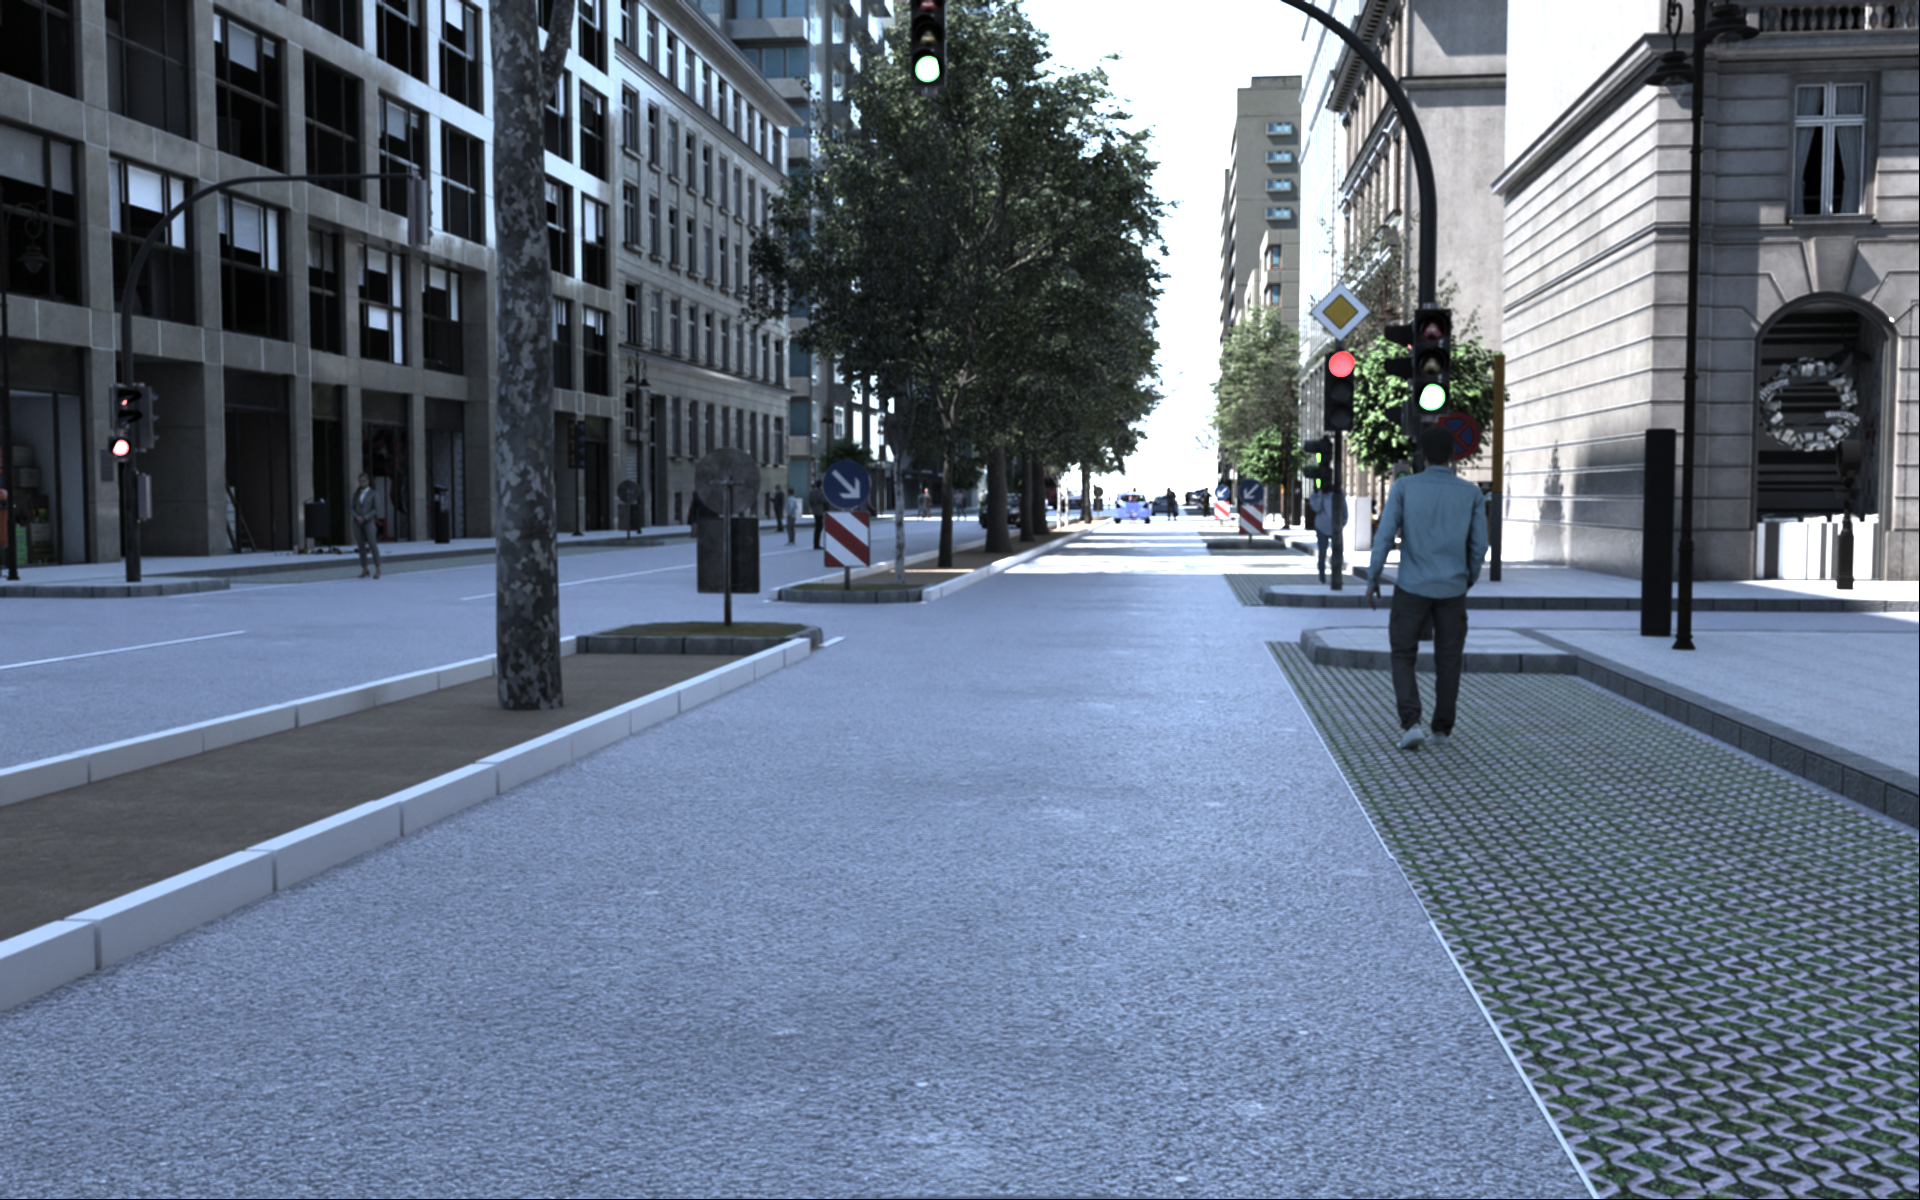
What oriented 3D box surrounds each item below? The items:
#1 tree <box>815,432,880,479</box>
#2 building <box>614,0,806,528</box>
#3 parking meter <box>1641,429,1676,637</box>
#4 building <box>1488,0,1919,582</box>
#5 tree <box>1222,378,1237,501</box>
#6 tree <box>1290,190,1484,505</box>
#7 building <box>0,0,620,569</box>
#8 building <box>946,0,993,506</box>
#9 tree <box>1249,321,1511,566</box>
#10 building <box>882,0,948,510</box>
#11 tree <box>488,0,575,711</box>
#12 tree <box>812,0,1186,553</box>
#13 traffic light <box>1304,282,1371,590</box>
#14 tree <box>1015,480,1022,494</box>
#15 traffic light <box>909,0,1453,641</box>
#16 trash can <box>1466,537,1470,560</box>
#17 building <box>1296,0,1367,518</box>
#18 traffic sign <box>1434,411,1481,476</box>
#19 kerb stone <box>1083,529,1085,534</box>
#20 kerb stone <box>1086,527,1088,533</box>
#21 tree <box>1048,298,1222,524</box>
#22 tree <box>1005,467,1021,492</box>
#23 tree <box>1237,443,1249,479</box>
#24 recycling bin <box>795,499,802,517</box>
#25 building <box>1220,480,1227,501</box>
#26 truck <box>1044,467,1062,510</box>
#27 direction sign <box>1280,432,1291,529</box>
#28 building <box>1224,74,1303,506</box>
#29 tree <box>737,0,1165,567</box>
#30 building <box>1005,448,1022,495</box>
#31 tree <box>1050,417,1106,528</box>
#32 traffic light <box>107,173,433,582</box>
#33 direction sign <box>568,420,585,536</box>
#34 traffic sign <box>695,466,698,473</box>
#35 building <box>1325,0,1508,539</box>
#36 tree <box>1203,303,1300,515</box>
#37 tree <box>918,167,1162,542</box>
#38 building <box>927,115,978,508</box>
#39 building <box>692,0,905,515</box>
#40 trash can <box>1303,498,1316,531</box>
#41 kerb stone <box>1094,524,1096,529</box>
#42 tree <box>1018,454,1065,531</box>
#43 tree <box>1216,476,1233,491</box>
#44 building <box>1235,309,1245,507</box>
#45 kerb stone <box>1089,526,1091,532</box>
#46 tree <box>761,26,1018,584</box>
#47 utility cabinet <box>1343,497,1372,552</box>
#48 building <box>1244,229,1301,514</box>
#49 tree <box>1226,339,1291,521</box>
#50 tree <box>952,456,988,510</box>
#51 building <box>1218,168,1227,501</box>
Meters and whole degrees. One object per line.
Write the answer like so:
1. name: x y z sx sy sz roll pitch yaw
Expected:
1. tree: -5.932 -6.596 91.563 4.285 4.588 4.351 0 3 0
2. building: -17.870 -14.912 77.094 16.112 22.955 30.059 0 4 7
3. parking meter: 6.347 -0.614 15.745 0.255 1.863 0.399 1 4 21
4. building: 22.202 -11.453 29.058 24.055 21.916 13.314 0 4 7
5. tree: 27.981 -16.632 182.304 12.009 13.543 11.850 0 3 0
6. tree: 10.338 -5.601 41.933 4.360 8.622 3.978 0 3 0
7. building: -23.762 -14.734 45.425 19.350 26.468 34.151 0 4 7
8. building: -6.562 -54.283 200.202 22.319 86.520 31.000 0 4 7
9. tree: 8.254 -2.915 31.380 4.285 4.588 4.351 0 3 0
10. building: -15.679 -34.046 145.895 28.713 52.752 27.495 0 4 7
11. tree: -1.776 -9.274 9.983 12.611 20.169 13.585 0 3 0
12. tree: 0.942 -8.118 41.846 9.857 13.997 8.962 0 3 0
13. traffic light: 5.022 -2.089 23.082 0.839 4.253 0.868 0 4 7
14. tree: 7.236 -12.474 198.552 1.663 3.219 1.824 0 3 0
15. traffic light: 1.953 -2.483 15.273 4.771 5.953 1.251 0 4 7
16. trash can: 7.219 -0.828 25.199 0.748 1.137 0.748 0 3 0
17. building: 22.541 -18.582 81.306 11.434 29.767 29.804 0 4 7
18. traffic sign: 7.606 -1.626 26.693 0.768 2.556 0.104 1 4 14
19. kerb stone: 4.159 -2.322 60.181 0.120 0.150 1.000 0 4 7
20. kerb stone: 4.414 -2.448 62.212 0.120 0.150 1.000 0 4 7
21. tree: 6.043 -10.330 81.726 12.009 13.543 11.850 0 3 0
22. tree: 4.026 -11.769 176.140 4.285 4.588 4.351 0 3 0
23. tree: 14.301 -5.802 78.582 4.285 4.588 4.351 0 3 0
24. recycling bin: -9.391 -5.220 97.907 0.722 1.027 0.722 2 4 25
25. building: 49.668 -32.302 220.020 32.217 40.220 23.993 0 4 7
26. truck: 8.044 -10.505 160.663 2.839 4.237 11.283 0 4 5
27. direction sign: 11.935 -4.371 63.465 0.379 3.537 0.876 2 4 32
28. building: 41.634 -35.052 196.806 21.300 48.544 21.600 0 4 7
29. tree: -0.356 -5.883 33.063 8.767 10.594 7.601 0 4 7
30. building: 1.097 -33.020 223.465 14.154 41.232 14.086 0 4 7
31. tree: 4.485 -7.302 72.201 4.360 8.622 3.978 0 3 0
32. traffic light: -9.974 -3.076 24.954 4.771 5.953 1.251 0 4 7
33. direction sign: -11.781 -3.747 53.262 0.379 3.537 0.876 1 4 21
34. traffic sign: -9.327 -3.717 62.901 0.606 2.300 0.079 1 4 15
35. building: 18.238 -11.793 57.444 10.561 19.102 19.286 0 4 7
36. tree: 17.984 -11.356 103.790 7.486 12.596 7.792 0 3 0
37. tree: 2.049 -7.976 50.995 7.486 12.596 7.792 0 3 0
38. building: -6.052 -29.503 165.968 14.154 41.232 14.086 0 4 7
39. building: -16.760 -30.369 116.139 23.786 49.044 30.456 0 4 7
40. trash can: 12.319 -2.981 60.394 0.748 1.137 0.748 0 3 0
41. kerb stone: 5.168 -2.817 68.303 0.120 0.150 1.000 0 4 7
42. tree: 3.875 -7.020 67.601 4.737 8.622 4.395 0 3 0
43. tree: 24.846 -10.401 164.652 1.663 3.219 1.824 0 3 0
44. building: 39.125 -18.931 154.566 27.650 21.520 28.899 0 4 7
45. kerb stone: 4.675 -2.571 64.239 0.120 0.150 1.000 0 4 7
46. tree: -0.970 -4.542 27.083 4.360 8.622 3.978 0 3 0
47. utility cabinet: 8.847 -1.678 38.591 0.306 1.237 1.020 2 4 33
48. building: 35.506 -17.181 125.949 27.650 21.520 28.899 0 4 7
49. tree: 14.674 -8.113 83.014 4.360 8.622 3.978 0 3 0
50. tree: 0.373 -9.826 144.372 4.285 4.588 4.351 0 3 0
51. building: 47.363 -37.876 242.978 21.300 48.544 21.600 0 4 7
